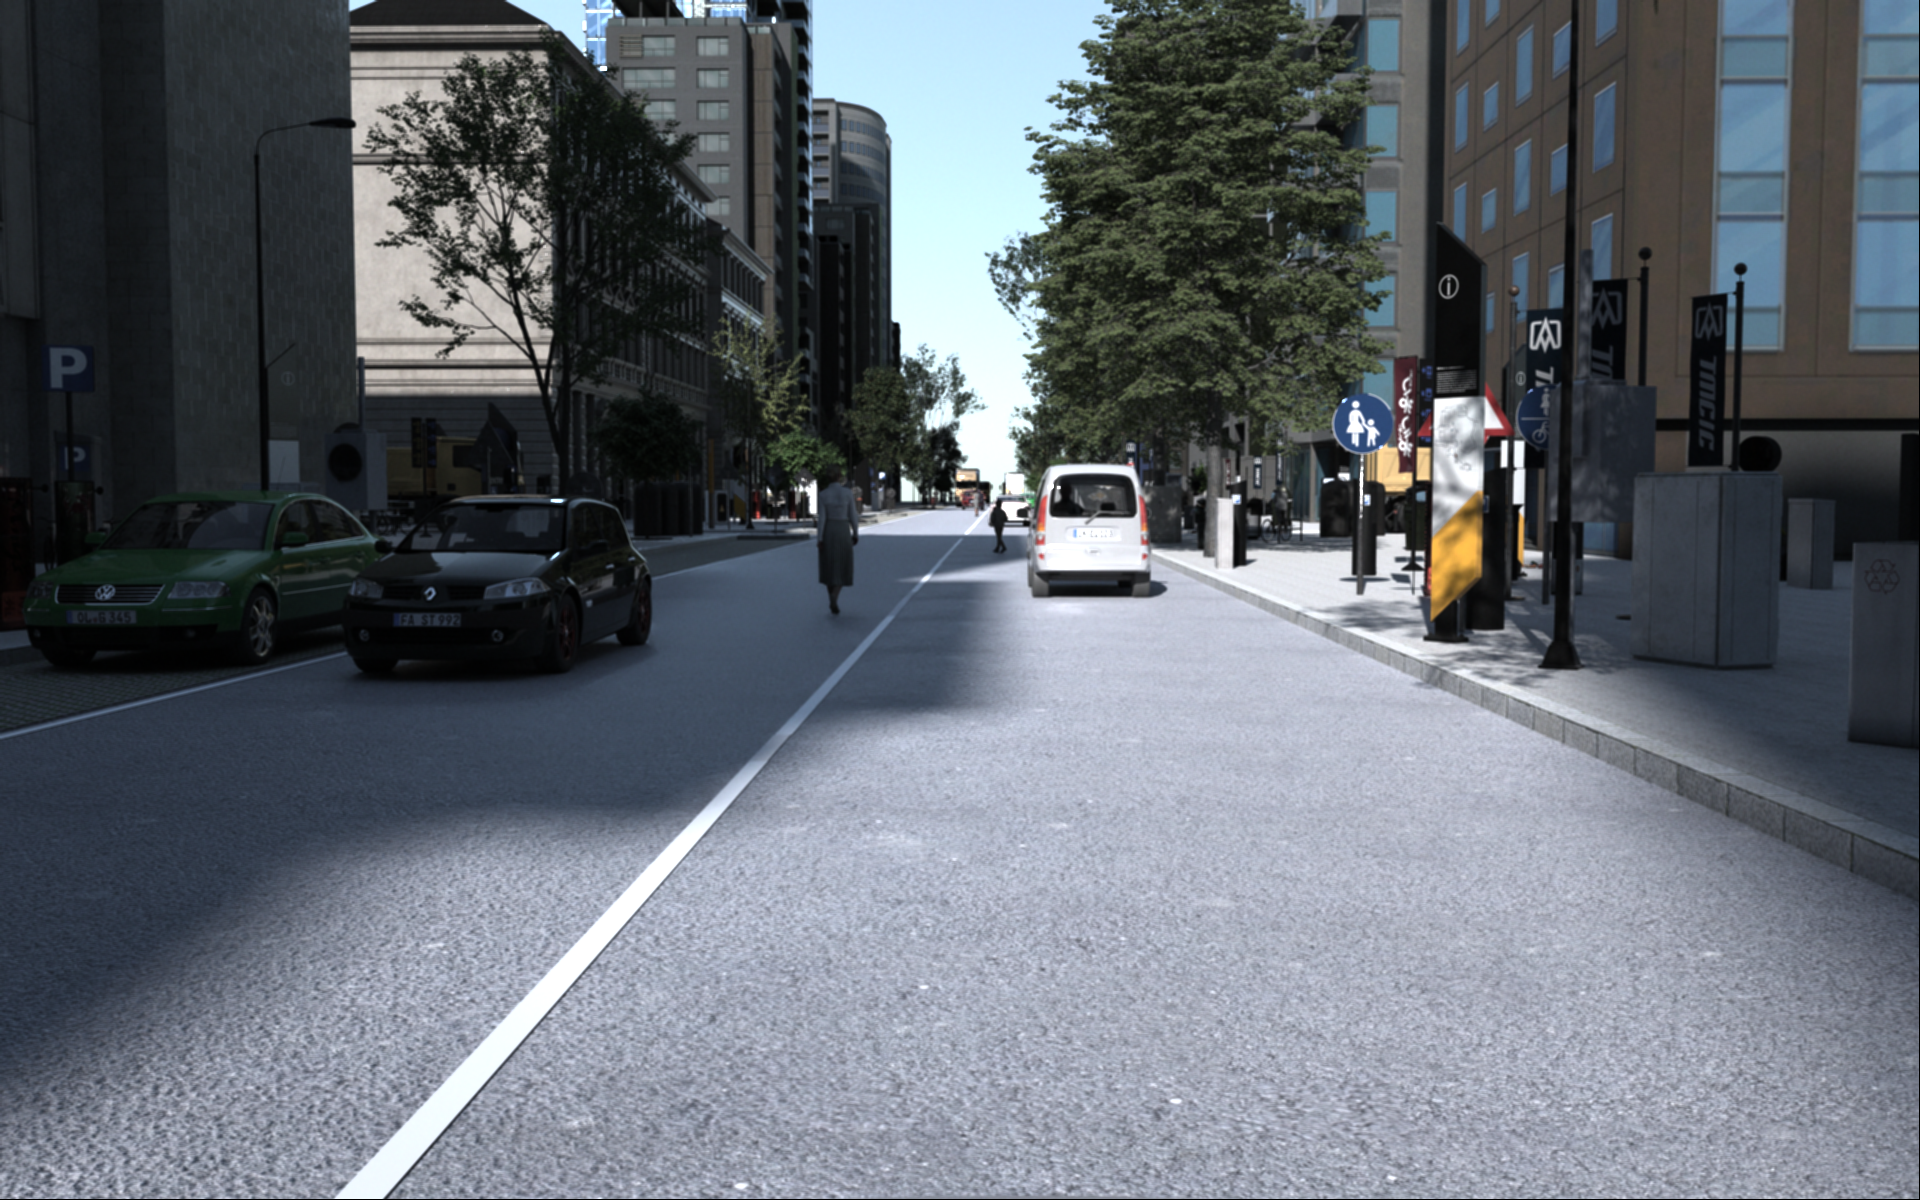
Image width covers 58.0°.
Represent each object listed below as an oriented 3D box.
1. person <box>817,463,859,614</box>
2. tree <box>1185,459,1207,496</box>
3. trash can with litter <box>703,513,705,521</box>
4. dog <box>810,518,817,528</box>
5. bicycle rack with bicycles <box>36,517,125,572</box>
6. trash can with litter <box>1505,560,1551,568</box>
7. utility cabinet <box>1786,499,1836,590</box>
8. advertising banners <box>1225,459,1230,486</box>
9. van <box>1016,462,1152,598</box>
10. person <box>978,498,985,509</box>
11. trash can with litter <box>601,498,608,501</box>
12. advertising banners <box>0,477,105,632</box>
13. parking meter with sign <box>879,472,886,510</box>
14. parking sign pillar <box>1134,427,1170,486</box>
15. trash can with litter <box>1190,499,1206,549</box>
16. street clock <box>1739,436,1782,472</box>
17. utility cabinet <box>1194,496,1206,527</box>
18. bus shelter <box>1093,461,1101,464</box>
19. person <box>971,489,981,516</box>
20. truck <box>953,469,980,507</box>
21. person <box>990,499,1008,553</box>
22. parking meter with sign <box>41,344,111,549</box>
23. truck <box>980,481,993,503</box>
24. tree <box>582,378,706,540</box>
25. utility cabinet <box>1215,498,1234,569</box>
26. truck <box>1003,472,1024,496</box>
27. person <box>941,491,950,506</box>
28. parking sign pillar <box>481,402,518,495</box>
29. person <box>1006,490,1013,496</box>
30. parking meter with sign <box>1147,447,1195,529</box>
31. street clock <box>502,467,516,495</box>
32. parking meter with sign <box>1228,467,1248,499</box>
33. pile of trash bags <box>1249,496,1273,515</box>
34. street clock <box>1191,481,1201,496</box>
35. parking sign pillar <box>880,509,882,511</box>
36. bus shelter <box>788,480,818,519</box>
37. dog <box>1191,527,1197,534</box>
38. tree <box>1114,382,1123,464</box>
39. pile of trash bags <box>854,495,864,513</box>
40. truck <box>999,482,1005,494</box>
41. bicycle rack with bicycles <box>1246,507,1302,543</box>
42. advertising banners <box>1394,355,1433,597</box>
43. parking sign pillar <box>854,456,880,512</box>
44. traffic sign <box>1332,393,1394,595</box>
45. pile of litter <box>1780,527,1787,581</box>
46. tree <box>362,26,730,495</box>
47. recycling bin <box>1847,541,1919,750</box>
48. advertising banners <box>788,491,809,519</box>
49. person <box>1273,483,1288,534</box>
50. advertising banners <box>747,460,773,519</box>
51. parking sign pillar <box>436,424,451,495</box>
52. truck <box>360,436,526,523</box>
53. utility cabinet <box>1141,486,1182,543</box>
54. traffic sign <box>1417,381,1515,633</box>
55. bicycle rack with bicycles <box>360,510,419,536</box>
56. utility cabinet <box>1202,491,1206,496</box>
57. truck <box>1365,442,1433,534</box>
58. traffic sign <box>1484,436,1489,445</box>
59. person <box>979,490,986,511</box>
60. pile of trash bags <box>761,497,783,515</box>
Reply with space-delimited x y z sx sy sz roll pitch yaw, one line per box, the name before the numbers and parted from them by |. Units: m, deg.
person | -1.486 -0.733 20.705 0.478 1.798 0.641 1 4 11
tree | 13.288 -6.220 96.299 1.663 3.219 1.824 0 3 0
trash can with litter | -11.783 -4.269 81.182 1.055 1.170 0.624 3 5 42
dog | -5.946 -3.210 72.671 0.550 0.427 0.748 -3 4 -38
bicycle rack with bicycles | -13.045 -0.847 27.235 2.852 0.926 2.925 -2 4 -32
trash can with litter | 9.779 -1.168 30.153 2.233 1.210 1.678 0 4 -5
utility cabinet | 11.655 -0.768 23.725 0.306 1.237 1.020 1 4 8
advertising banners | 13.669 -5.505 86.201 0.090 3.025 2.074 3 4 36
van | 1.837 -1.123 25.366 2.013 2.044 4.112 0 4 1
person | 2.003 -9.553 165.635 0.756 1.711 0.436 1 4 20
trash can with litter | -9.342 -1.984 43.825 1.055 1.170 0.624 1 4 20
advertising banners | -8.872 -1.225 16.212 0.090 3.025 2.074 1 4 19
parking meter with sign | -6.276 -8.657 137.807 0.543 3.016 1.738 0 4 3
parking sign pillar | 7.338 -4.763 66.340 1.447 3.967 1.447 2 4 26
trash can with litter | 5.930 -1.765 40.242 1.055 1.170 0.624 -2 4 -24
street clock | 10.011 -1.051 21.753 0.358 2.002 0.471 -3 5 -40
utility cabinet | 9.509 -3.490 68.231 0.306 1.237 1.020 -1 4 -14
bus shelter | 7.382 -6.521 100.546 2.014 3.302 5.546 0 4 2
person | 1.042 -6.292 111.738 0.716 1.782 0.532 -3 5 -40
truck | 0.836 -12.467 192.753 2.839 4.237 11.283 0 4 2
person | 0.937 -1.796 42.135 0.475 1.303 0.640 -3 4 -36
parking meter with sign | -10.698 -1.519 21.093 0.543 3.016 1.738 -1 4 -19
truck | 3.353 -16.607 267.449 3.469 3.379 9.791 0 4 2
tree | -8.914 -3.992 48.980 4.285 4.588 4.351 0 3 0
utility cabinet | 4.604 -1.161 30.142 0.306 1.237 1.020 0 4 6
truck | 7.132 -14.637 228.226 2.839 4.237 11.283 0 4 1
person | -1.849 -12.448 212.112 1.350 1.814 0.705 2 4 31
parking sign pillar | -13.436 -3.795 50.526 1.447 3.967 1.447 3 5 43
person | 4.492 -9.003 155.704 1.348 1.823 0.705 -2 4 -27
parking meter with sign | 7.744 -4.105 63.383 1.738 3.016 0.543 1 4 22
street clock | -12.138 -2.574 46.650 0.358 2.002 0.471 0 4 -5
parking meter with sign | 17.435 -6.983 110.425 1.738 3.016 0.543 1 4 10
pile of trash bags | 18.232 -5.876 105.831 1.912 1.369 3.447 -3 5 -42
street clock | 12.758 -5.449 93.659 0.471 2.002 0.358 -1 4 -12
parking sign pillar | -6.497 -8.547 128.210 1.447 3.967 1.447 0 4 -7
bus shelter | -8.058 -5.995 91.934 2.014 3.302 5.546 0 4 1
dog | 8.147 -2.450 60.252 0.748 0.427 0.550 -1 4 -10
tree | 9.565 -8.879 95.530 4.737 8.622 4.395 0 3 0
pile of trash bags | -7.405 -6.615 117.910 1.912 1.369 3.447 -2 4 -26
truck | 8.227 -17.498 282.014 3.469 3.379 9.791 0 3 0
bicycle rack with bicycles | 7.866 -2.034 46.631 2.852 0.926 2.925 2 4 31
advertising banners | 5.928 -1.542 21.407 0.090 3.025 2.074 -1 4 -19
parking sign pillar | -6.874 -8.193 122.431 1.447 3.967 1.447 3 5 42
traffic sign | 5.096 -1.339 21.991 0.768 2.556 0.104 0 4 3
pile of litter | 11.903 -0.726 25.829 1.719 0.858 1.176 0 4 6
tree | -9.398 -6.998 40.169 9.928 11.665 9.643 0 3 0
recycling bin | 5.090 0.224 8.885 0.722 1.027 0.722 -2 4 -35
advertising banners | -8.532 -5.634 88.310 0.090 3.025 2.074 3 5 44
person | 10.926 -3.085 59.115 0.537 1.800 0.526 0 4 -3
advertising banners | -10.308 -5.613 87.955 2.074 3.025 0.090 1 4 22
parking sign pillar | -19.648 -4.725 65.718 1.447 3.967 1.447 -3 5 -42
truck | -19.003 -3.857 58.979 9.791 3.379 3.469 0 4 2
utility cabinet | 5.222 -2.247 45.413 1.173 1.500 0.318 3 4 36
traffic sign | 4.656 -0.978 15.995 0.884 2.594 0.081 0 4 5
bicycle rack with bicycles | -18.178 -2.441 53.292 2.925 0.926 2.852 -1 4 -19
utility cabinet | 16.555 -6.623 116.967 0.318 1.500 1.173 0 4 -3
truck | 18.758 -3.831 58.566 9.791 3.379 3.469 0 4 1
traffic sign | 6.684 -1.411 23.178 0.768 2.556 0.104 0 4 6
person | 1.990 -8.582 149.266 0.568 1.767 0.683 1 4 15
pile of trash bags | -11.273 -5.797 104.528 3.447 1.369 1.912 -2 4 -24
